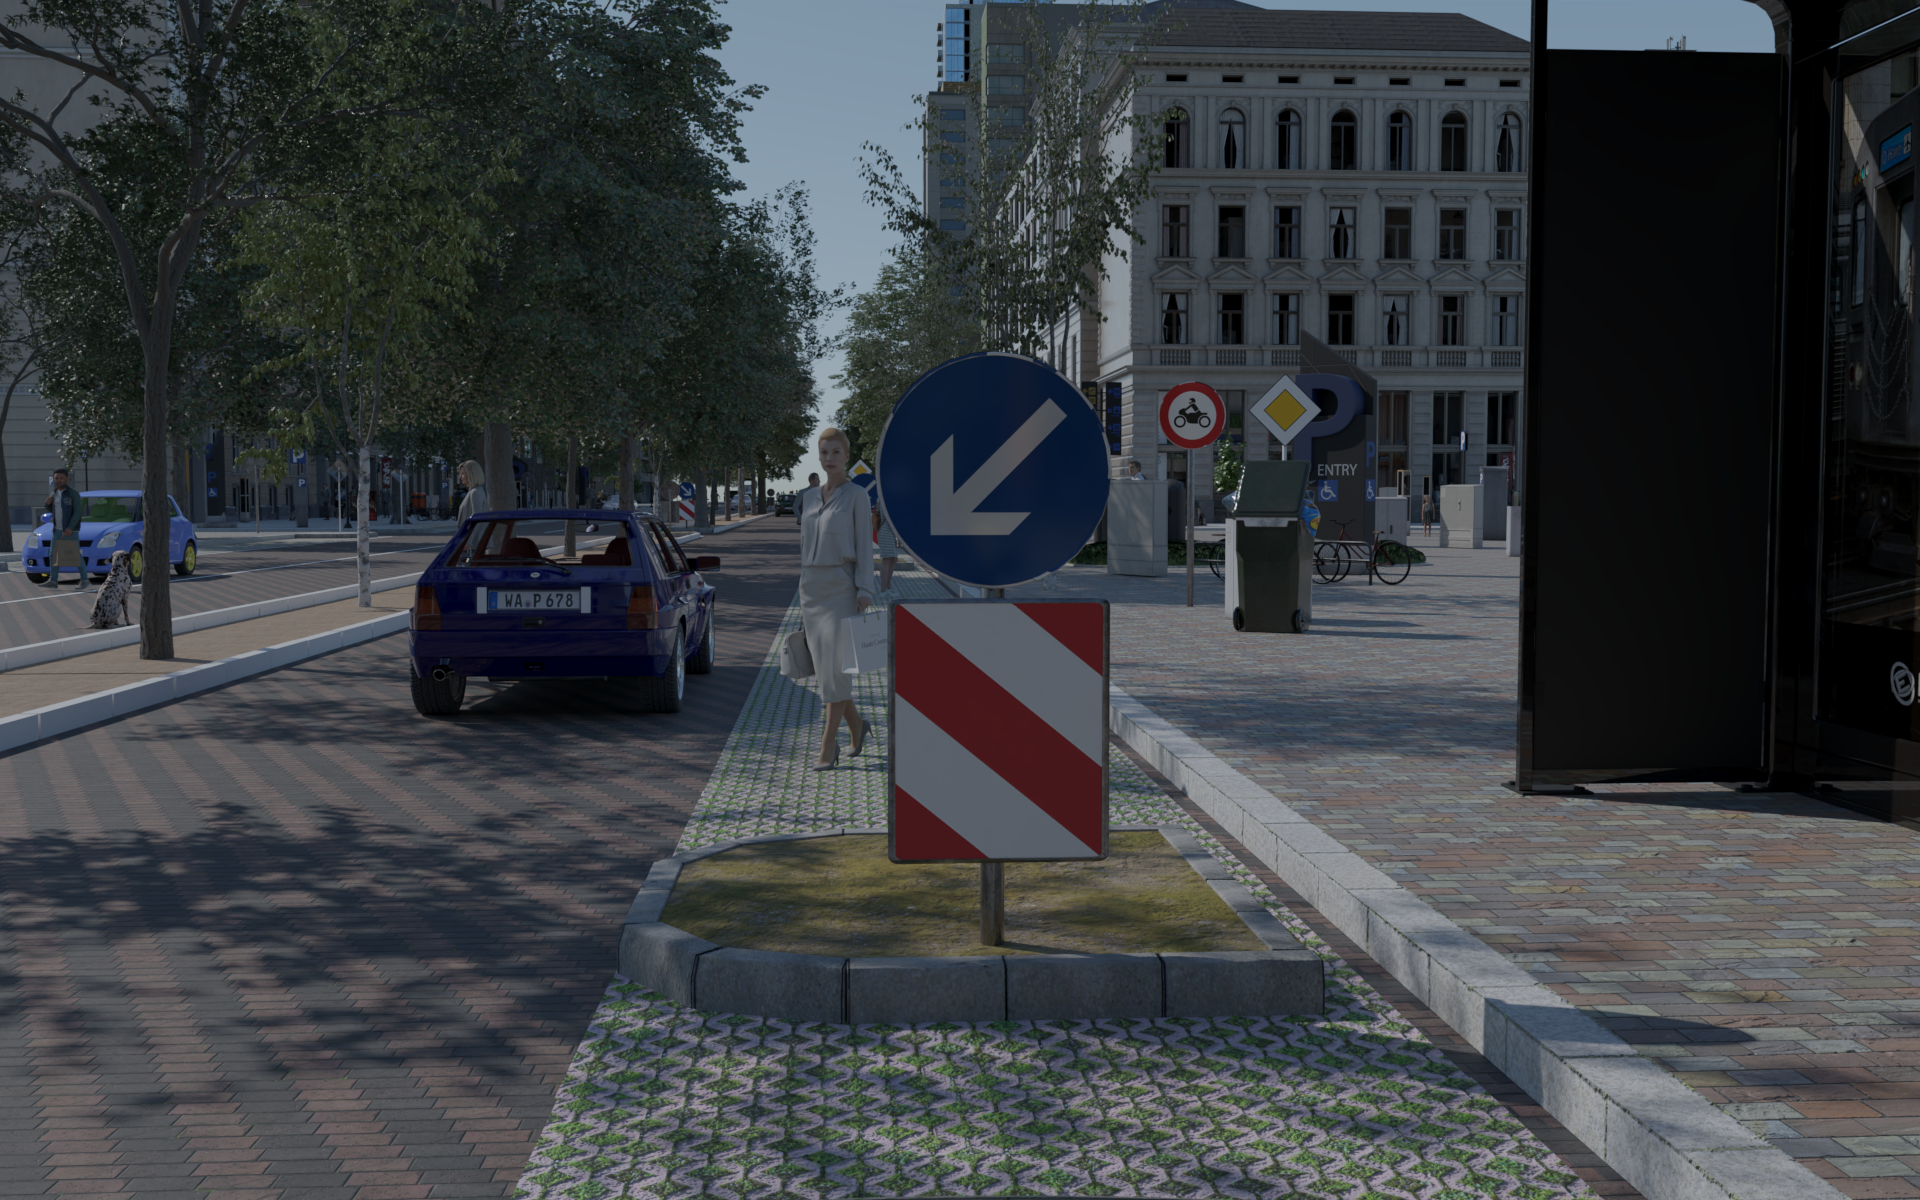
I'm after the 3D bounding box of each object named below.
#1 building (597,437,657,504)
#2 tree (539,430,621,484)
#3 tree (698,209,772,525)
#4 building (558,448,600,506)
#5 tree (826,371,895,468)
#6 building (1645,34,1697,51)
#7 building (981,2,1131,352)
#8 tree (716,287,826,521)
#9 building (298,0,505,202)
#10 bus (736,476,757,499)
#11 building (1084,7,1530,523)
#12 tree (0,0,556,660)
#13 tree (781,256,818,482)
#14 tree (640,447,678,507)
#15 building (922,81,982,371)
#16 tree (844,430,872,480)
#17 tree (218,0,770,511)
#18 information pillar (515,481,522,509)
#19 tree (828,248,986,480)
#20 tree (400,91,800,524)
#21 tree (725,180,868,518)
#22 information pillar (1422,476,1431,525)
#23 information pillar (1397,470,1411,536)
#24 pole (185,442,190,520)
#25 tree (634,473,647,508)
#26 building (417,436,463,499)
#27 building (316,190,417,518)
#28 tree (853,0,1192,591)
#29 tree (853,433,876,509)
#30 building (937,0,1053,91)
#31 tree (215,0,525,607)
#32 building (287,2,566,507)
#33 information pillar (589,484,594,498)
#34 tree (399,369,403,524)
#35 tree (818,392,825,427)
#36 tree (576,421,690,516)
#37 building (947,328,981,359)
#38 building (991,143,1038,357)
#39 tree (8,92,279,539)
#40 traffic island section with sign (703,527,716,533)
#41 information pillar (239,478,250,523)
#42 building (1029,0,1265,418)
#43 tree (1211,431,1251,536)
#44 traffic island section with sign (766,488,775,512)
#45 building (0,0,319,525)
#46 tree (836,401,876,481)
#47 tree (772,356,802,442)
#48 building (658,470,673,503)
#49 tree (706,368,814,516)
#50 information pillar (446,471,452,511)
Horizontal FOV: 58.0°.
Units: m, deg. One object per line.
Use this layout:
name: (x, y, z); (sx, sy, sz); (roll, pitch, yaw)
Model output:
building: (-54.182, -37.748, 240.883); (21.300, 48.544, 21.600); (0, 4, -4)
tree: (-28.699, -13.172, 133.485); (7.486, 12.596, 7.792); (0, 3, 0)
tree: (-8.856, -6.225, 38.645); (8.767, 10.594, 7.601); (0, 4, -4)
building: (-47.908, -33.081, 190.986); (14.600, 45.320, 14.200); (0, 4, -4)
tree: (-5.356, -11.519, 122.745); (8.767, 10.594, 7.601); (0, 3, 0)
building: (41.404, -16.196, 83.875); (30.058, 24.678, 14.314); (0, 4, -4)
building: (8.700, -28.452, 148.785); (14.154, 41.232, 14.086); (0, 4, -4)
tree: (-12.232, -10.877, 90.672); (12.009, 13.543, 11.850); (0, 3, 0)
building: (-45.547, -30.264, 144.934); (14.600, 45.320, 14.200); (0, 4, -4)
bus: (-29.511, -15.236, 240.659); (2.896, 3.916, 12.252); (0, 4, -6)
building: (16.352, -15.377, 80.285); (19.941, 23.489, 11.050); (0, 4, -4)
tree: (-6.953, -4.737, 14.324); (8.767, 10.594, 7.601); (0, 4, -4)
tree: (-10.400, -9.808, 69.465); (9.857, 13.997, 8.962); (0, 3, 0)
tree: (-30.507, -13.864, 177.046); (4.360, 8.622, 3.978); (0, 3, 0)
building: (5.034, -43.592, 254.726); (21.231, 58.520, 28.212); (0, 4, -4)
tree: (-14.365, -21.124, 262.387); (9.611, 12.733, 9.660); (0, 3, 0)
tree: (-7.759, -7.335, 29.045); (9.857, 13.997, 8.962); (0, 3, 0)
information pillar: (-25.270, -5.791, 99.168); (0.304, 2.012, 0.304); (-1, 4, -10)
tree: (-2.406, -9.936, 80.576); (7.486, 12.596, 7.792); (0, 3, 0)
tree: (-9.230, -7.843, 47.693); (9.611, 12.733, 9.660); (0, 3, 0)
tree: (-11.888, -14.967, 103.050); (12.611, 20.169, 13.585); (0, 3, 0)
information pillar: (19.088, -4.058, 70.836); (0.304, 2.012, 0.304); (1, 4, 23)
information pillar: (13.643, -2.980, 53.221); (0.304, 2.012, 0.304); (-1, 4, -18)
pole: (-28.778, -4.317, 64.430); (0.158, 3.312, 0.155); (0, 3, 0)
tree: (-29.877, -10.073, 159.291); (1.663, 3.219, 1.824); (0, 3, 0)
building: (-41.052, -16.570, 120.062); (9.793, 20.994, 18.267); (0, 4, -4)
building: (-39.240, -15.401, 100.950); (9.793, 20.994, 18.267); (0, 4, -4)
tree: (1.022, -4.439, 22.948); (4.360, 8.622, 3.978); (0, 3, 0)
tree: (-7.344, -12.350, 152.284); (4.737, 8.622, 4.395); (0, 3, 0)
building: (4.059, -59.373, 283.424); (22.319, 86.520, 31.000); (0, 4, -4)
tree: (-7.565, -4.220, 21.821); (4.737, 8.622, 4.395); (0, 3, 0)
building: (-51.262, -33.560, 168.308); (23.786, 49.044, 30.456); (0, 4, -4)
information pillar: (-27.017, -7.477, 126.747); (0.304, 2.012, 0.304); (-3, 5, -39)
tree: (-23.918, -9.562, 73.342); (9.611, 12.733, 9.660); (0, 3, 0)
tree: (-14.034, -13.041, 122.327); (9.857, 13.997, 8.962); (0, 3, 0)
tree: (-9.721, -6.253, 55.061); (4.737, 8.622, 4.395); (0, 3, 0)
building: (12.386, -21.424, 195.318); (27.650, 21.520, 28.899); (0, 4, -4)
building: (13.256, -19.588, 124.782); (19.350, 26.468, 34.151); (0, 4, -4)
tree: (-22.457, -8.111, 49.626); (9.611, 12.733, 9.660); (0, 3, 0)
traffic island section with sign: (-10.243, -3.492, 65.232); (2.006, 1.907, 1.989); (0, 4, -4)
information pillar: (-32.280, -4.505, 78.142); (0.304, 2.012, 0.304); (0, 4, 5)
building: (11.516, -19.017, 96.825); (13.634, 28.700, 20.117); (0, 4, -4)
tree: (8.177, -3.574, 53.036); (1.663, 3.219, 1.824); (0, 3, 0)
traffic island section with sign: (-15.343, -8.077, 140.198); (2.006, 1.907, 1.989); (0, 4, -4)
building: (-39.735, -18.077, 81.465); (13.634, 28.700, 20.117); (0, 4, -4)
tree: (-9.798, -17.908, 199.451); (9.857, 13.997, 8.962); (0, 3, 0)
tree: (-11.446, -8.715, 79.360); (8.767, 10.594, 7.601); (0, 4, -4)
building: (-59.608, -25.784, 266.601); (27.650, 21.520, 28.899); (0, 4, -4)
tree: (-13.489, -11.807, 113.632); (7.486, 12.596, 7.792); (0, 3, 0)
information pillar: (-26.888, -6.103, 91.142); (0.183, 3.616, 0.504); (0, 4, 6)
